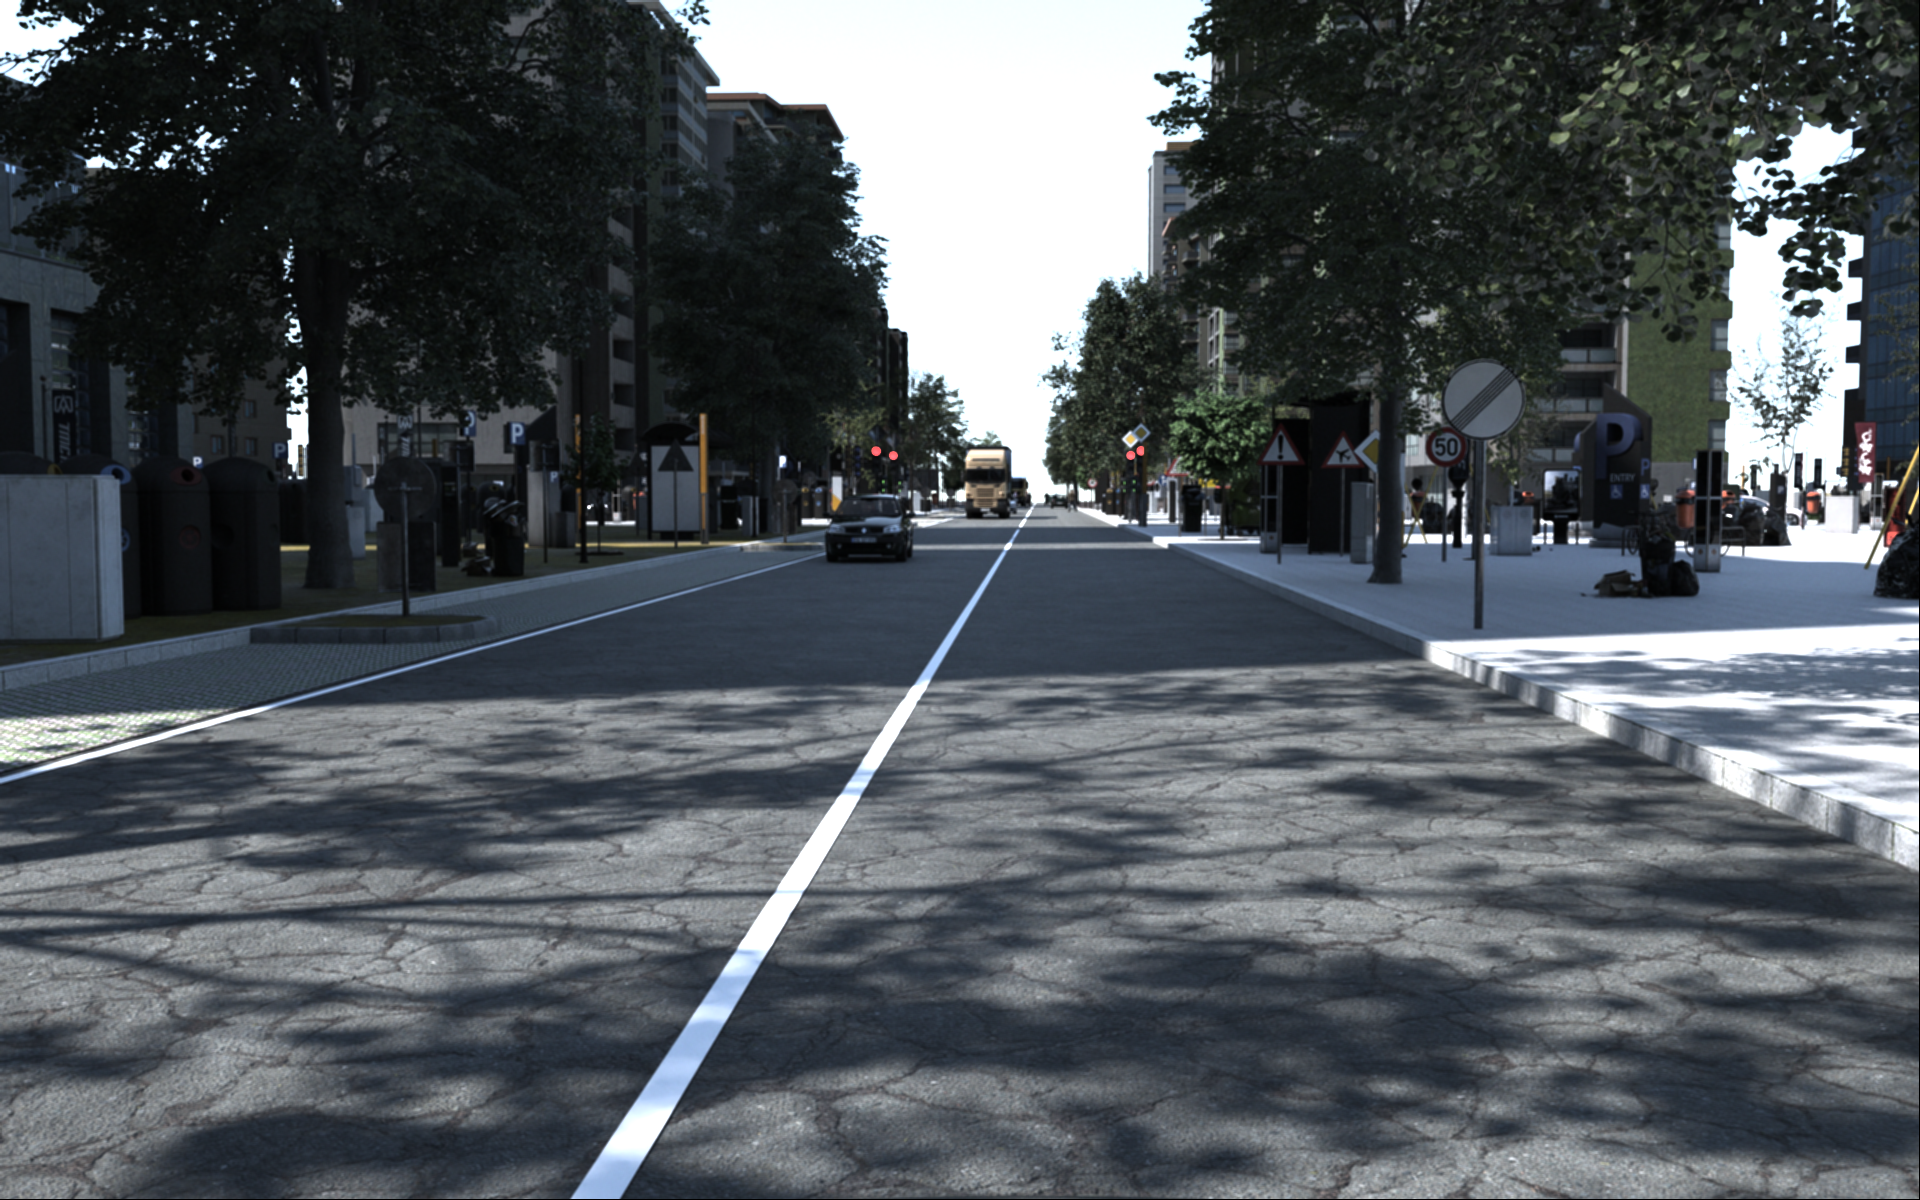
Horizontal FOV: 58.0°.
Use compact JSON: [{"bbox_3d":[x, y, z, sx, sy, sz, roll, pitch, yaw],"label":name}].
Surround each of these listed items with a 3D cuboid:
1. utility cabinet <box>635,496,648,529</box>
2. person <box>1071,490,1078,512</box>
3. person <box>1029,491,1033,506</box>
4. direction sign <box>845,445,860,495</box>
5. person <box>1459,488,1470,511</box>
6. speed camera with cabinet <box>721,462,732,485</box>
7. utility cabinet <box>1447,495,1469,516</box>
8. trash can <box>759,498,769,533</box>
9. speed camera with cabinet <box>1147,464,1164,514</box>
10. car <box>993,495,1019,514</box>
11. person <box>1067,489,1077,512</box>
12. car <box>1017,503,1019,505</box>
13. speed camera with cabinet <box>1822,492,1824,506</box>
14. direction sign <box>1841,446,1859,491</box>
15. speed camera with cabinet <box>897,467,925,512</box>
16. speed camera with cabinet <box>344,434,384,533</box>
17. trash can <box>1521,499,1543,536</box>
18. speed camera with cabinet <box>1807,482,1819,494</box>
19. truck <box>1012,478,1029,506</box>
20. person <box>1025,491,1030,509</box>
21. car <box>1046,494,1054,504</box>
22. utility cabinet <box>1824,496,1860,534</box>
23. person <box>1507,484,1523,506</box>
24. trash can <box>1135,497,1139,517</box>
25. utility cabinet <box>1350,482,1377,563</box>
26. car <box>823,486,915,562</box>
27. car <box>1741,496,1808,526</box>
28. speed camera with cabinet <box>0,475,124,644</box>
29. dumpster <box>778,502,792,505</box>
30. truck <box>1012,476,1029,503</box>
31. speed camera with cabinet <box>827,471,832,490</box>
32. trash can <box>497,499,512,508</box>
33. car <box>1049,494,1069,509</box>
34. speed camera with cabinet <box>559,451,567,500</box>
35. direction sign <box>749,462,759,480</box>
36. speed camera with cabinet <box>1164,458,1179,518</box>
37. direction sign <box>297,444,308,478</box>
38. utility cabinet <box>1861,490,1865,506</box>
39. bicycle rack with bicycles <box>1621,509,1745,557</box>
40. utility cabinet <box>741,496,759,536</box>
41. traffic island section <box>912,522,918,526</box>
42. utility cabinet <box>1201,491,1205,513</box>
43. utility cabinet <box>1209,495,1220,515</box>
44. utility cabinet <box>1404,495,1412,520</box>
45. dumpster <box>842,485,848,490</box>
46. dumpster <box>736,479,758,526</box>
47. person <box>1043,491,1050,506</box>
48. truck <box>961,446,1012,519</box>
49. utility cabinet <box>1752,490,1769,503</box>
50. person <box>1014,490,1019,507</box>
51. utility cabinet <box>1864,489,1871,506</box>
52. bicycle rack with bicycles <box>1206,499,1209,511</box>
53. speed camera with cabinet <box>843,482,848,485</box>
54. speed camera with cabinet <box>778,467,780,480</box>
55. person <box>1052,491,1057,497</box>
[{"bbox_3d":[-11.313,-3.175,63.065,1.020,1.237,0.306,-1,4,-11],"label":"utility cabinet"},{"bbox_3d":[9.349,-8.106,141.615,0.643,1.750,0.593,0,4,-1],"label":"person"},{"bbox_3d":[8.741,-12.622,214.863,0.705,1.824,1.348,-1,4,-18],"label":"person"},{"bbox_3d":[-4.959,-5.389,80.105,0.876,3.537,0.379,-3,5,-41],"label":"direction sign"},{"bbox_3d":[20.993,-3.872,72.234,0.576,1.772,0.534,2,4,29],"label":"person"},{"bbox_3d":[-14.230,-6.887,106.943,0.660,3.252,2.038,-1,4,-23],"label":"speed camera with cabinet"},{"bbox_3d":[23.861,-4.394,82.998,1.020,1.237,0.306,1,4,16],"label":"utility cabinet"},{"bbox_3d":[-6.651,-2.778,57.070,0.748,1.137,0.748,0,3,0],"label":"trash can"},{"bbox_3d":[12.766,-7.289,113.512,0.660,3.252,2.038,-2,4,-27],"label":"speed camera with cabinet"},{"bbox_3d":[3.277,-7.030,126.942,2.014,1.417,4.499,0,4,1],"label":"car"},{"bbox_3d":[9.101,-8.052,140.063,0.836,1.842,0.656,2,4,32],"label":"person"},{"bbox_3d":[6.844,-13.287,227.465,2.015,1.641,3.980,0,4,3],"label":"car"},{"bbox_3d":[60.601,-7.646,119.352,0.660,3.252,2.038,-3,5,-45],"label":"speed camera with cabinet"},{"bbox_3d":[41.718,-5.450,81.097,0.876,3.537,0.379,2,4,30],"label":"direction sign"},{"bbox_3d":[-3.594,-8.146,127.525,2.038,3.252,0.660,-1,4,-16],"label":"speed camera with cabinet"},{"bbox_3d":[-19.889,-3.858,57.415,0.660,3.252,2.038,1,4,10],"label":"speed camera with cabinet"},{"bbox_3d":[17.556,-2.549,53.333,0.748,1.137,0.748,0,3,0],"label":"trash can"},{"bbox_3d":[63.095,-8.183,128.129,0.660,3.252,2.038,2,4,34],"label":"speed camera with cabinet"},{"bbox_3d":[6.502,-12.768,204.686,3.469,3.379,9.791,0,4,4],"label":"truck"},{"bbox_3d":[6.685,-9.920,171.226,0.617,1.759,0.750,0,4,-4],"label":"person"},{"bbox_3d":[13.519,-14.797,253.730,2.131,1.459,4.920,0,4,2],"label":"car"},{"bbox_3d":[28.245,-2.710,55.469,0.306,1.237,1.020,-2,4,-26],"label":"utility cabinet"},{"bbox_3d":[23.024,-3.887,71.823,0.659,1.850,0.755,1,4,14],"label":"person"},{"bbox_3d":[9.483,-5.037,94.016,0.748,1.137,0.748,0,3,0],"label":"trash can"},{"bbox_3d":[7.563,-1.449,32.371,0.318,1.500,1.173,1,4,22],"label":"utility cabinet"},{"bbox_3d":[-1.954,-1.723,37.960,2.009,1.686,4.222,0,4,1],"label":"car"},{"bbox_3d":[32.475,-3.626,71.647,4.827,1.381,2.083,0,4,4],"label":"car"},{"bbox_3d":[-8.425,-1.262,14.965,2.038,3.252,0.660,0,4,-7],"label":"speed camera with cabinet"},{"bbox_3d":[-8.486,-4.750,83.428,1.264,1.857,1.865,0,4,3],"label":"dumpster"},{"bbox_3d":[8.970,-16.444,258.623,2.967,4.110,18.799,0,4,4],"label":"truck"},{"bbox_3d":[-11.475,-9.552,150.515,0.660,3.252,2.038,2,4,27],"label":"speed camera with cabinet"},{"bbox_3d":[-31.096,-6.481,117.618,0.748,1.137,0.748,0,3,0],"label":"trash can"},{"bbox_3d":[9.920,-9.977,172.916,2.009,1.686,4.222,0,4,2],"label":"car"},{"bbox_3d":[-16.350,-4.545,68.638,2.038,3.252,0.660,0,4,0],"label":"speed camera with cabinet"},{"bbox_3d":[-14.376,-7.923,121.543,0.876,3.537,0.379,-2,4,-30],"label":"direction sign"},{"bbox_3d":[11.650,-6.139,94.707,0.660,3.252,2.038,0,4,5],"label":"speed camera with cabinet"},{"bbox_3d":[-29.584,-5.276,78.266,0.876,3.537,0.379,2,4,27],"label":"direction sign"},{"bbox_3d":[74.079,-8.251,143.579,0.318,1.500,1.173,-3,5,-43],"label":"utility cabinet"},{"bbox_3d":[14.810,-1.379,35.922,2.925,0.926,2.852,-3,5,-43],"label":"bicycle rack with bicycles"},{"bbox_3d":[-6.533,-2.620,53.998,0.306,1.237,1.020,1,4,8],"label":"utility cabinet"},{"bbox_3d":[-2.949,-3.345,76.971,2.009,0.180,2.903,0,4,3],"label":"traffic island section"},{"bbox_3d":[16.822,-7.083,124.484,1.173,1.500,0.318,2,4,32],"label":"utility cabinet"},{"bbox_3d":[15.609,-5.793,105.881,0.306,1.237,1.020,3,5,40],"label":"utility cabinet"},{"bbox_3d":[21.973,-4.571,85.904,1.020,1.237,0.306,-2,4,-29],"label":"utility cabinet"},{"bbox_3d":[-7.284,-6.291,108.618,1.264,1.857,1.865,0,4,3],"label":"dumpster"},{"bbox_3d":[-8.294,-3.870,69.034,1.264,1.857,1.865,0,4,3],"label":"dumpster"},{"bbox_3d":[10.474,-12.260,209.500,0.990,1.755,0.434,1,4,19],"label":"person"},{"bbox_3d":[1.725,-6.979,103.026,2.839,4.237,11.283,0,4,3],"label":"truck"},{"bbox_3d":[43.933,-5.267,94.787,1.173,1.500,0.318,-1,4,-11],"label":"utility cabinet"},{"bbox_3d":[6.242,-11.076,189.455,0.599,1.838,0.709,2,4,32],"label":"person"},{"bbox_3d":[58.549,-6.227,110.493,1.173,1.500,0.318,1,4,20],"label":"utility cabinet"},{"bbox_3d":[18.273,-6.499,119.639,2.852,0.926,2.925,-1,4,-16],"label":"bicycle rack with bicycles"},{"bbox_3d":[-8.330,-8.830,138.709,2.038,3.252,0.660,-1,4,-18],"label":"speed camera with cabinet"},{"bbox_3d":[-12.311,-7.981,124.822,2.038,3.252,0.660,1,4,14],"label":"speed camera with cabinet"},{"bbox_3d":[12.653,-13.442,228.351,1.350,1.814,0.705,0,4,-8],"label":"person"}]
